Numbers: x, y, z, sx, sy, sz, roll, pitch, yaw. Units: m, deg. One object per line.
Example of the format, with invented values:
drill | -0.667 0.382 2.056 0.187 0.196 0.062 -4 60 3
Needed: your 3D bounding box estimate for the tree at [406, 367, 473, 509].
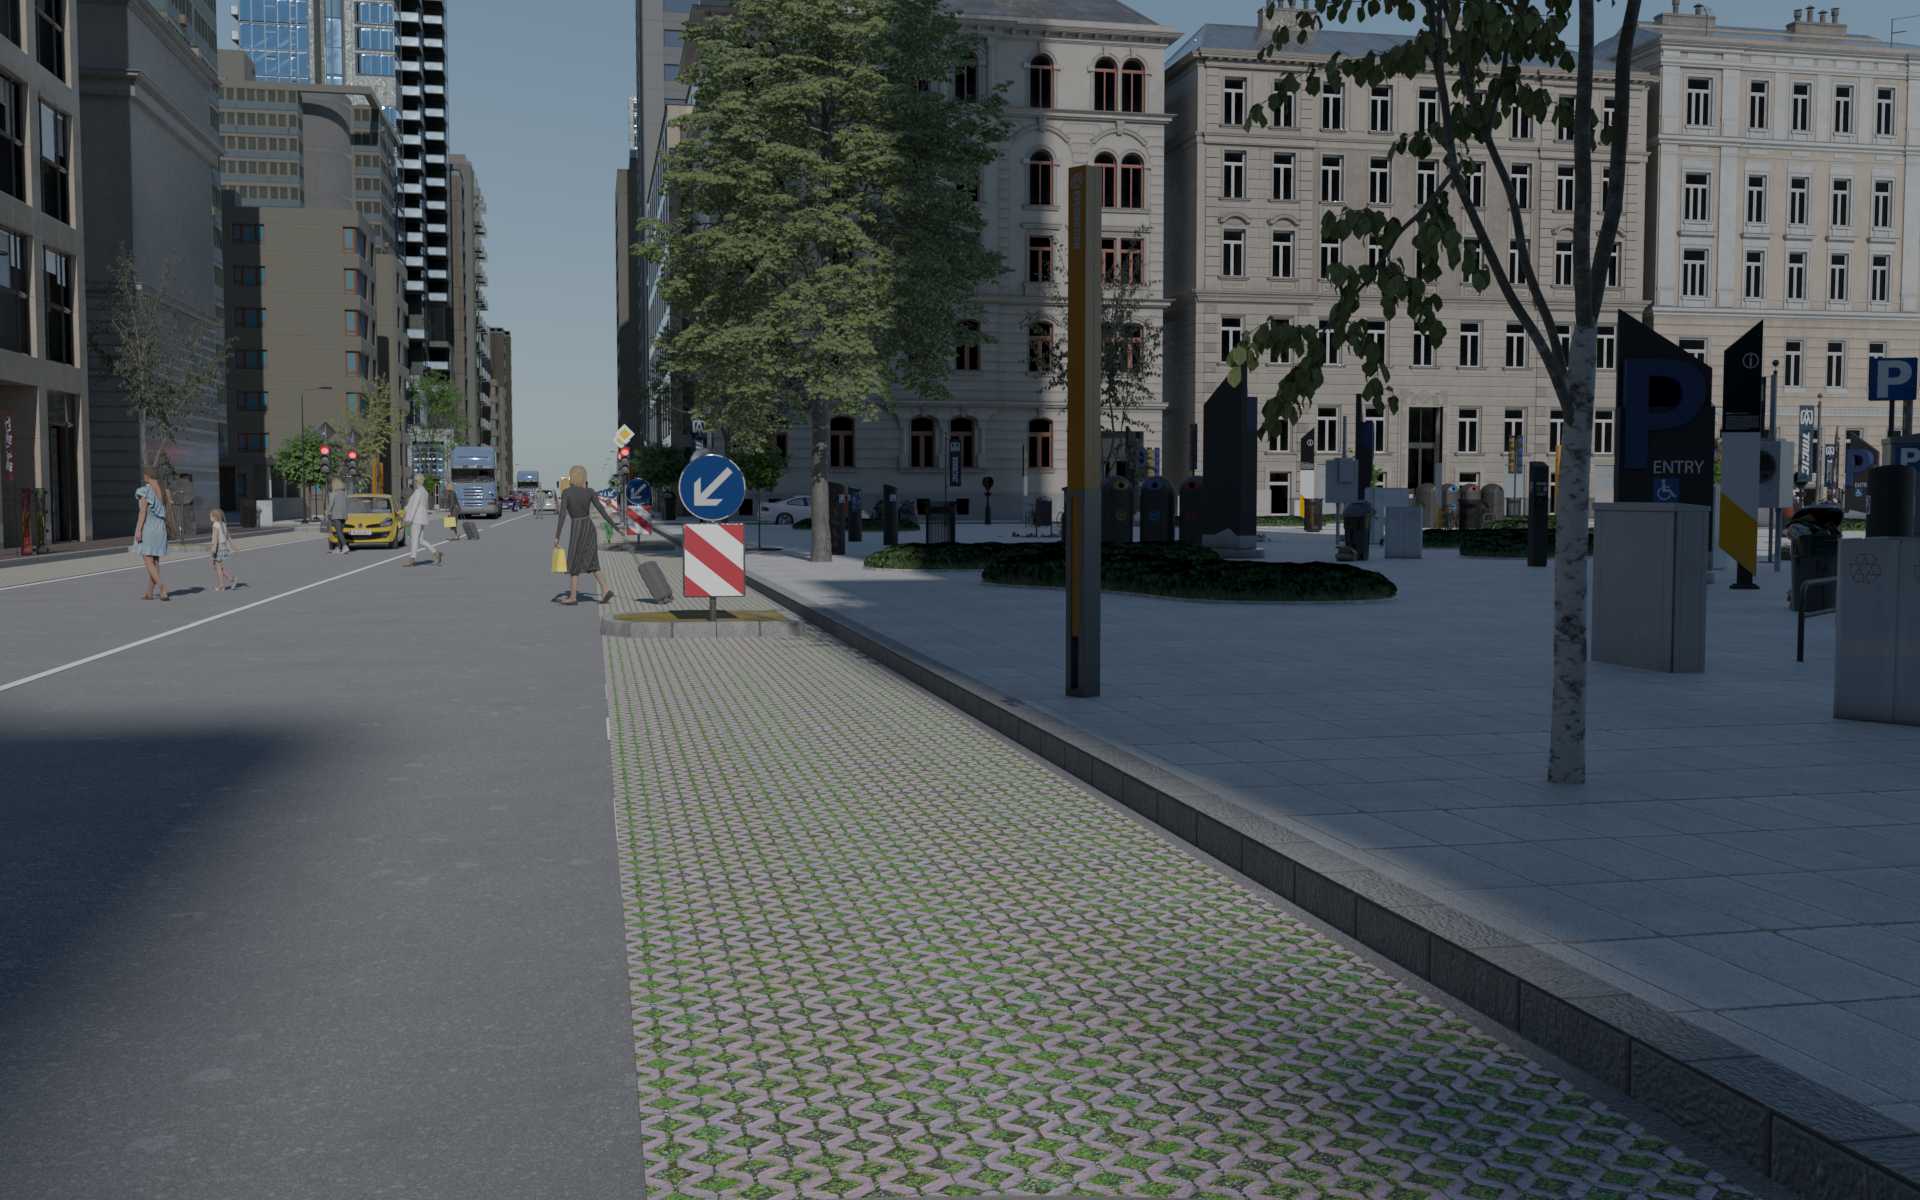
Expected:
tree | -44.099 -13.304 143.269 9.928 11.665 9.643 0 3 0

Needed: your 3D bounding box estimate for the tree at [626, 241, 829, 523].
tree | -7.884 -7.690 60.137 7.601 10.594 8.767 -2 4 -27

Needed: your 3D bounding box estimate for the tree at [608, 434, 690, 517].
tree | -16.526 -6.831 95.404 4.285 4.588 4.351 0 3 0

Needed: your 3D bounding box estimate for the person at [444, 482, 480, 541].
person | -15.424 -2.739 53.507 0.699 1.804 1.509 2 4 29

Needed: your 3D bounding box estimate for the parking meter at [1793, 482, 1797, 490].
parking meter | 39.181 -4.640 81.582 0.255 1.863 0.399 0 4 -4

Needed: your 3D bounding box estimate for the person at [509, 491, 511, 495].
person | -56.567 -12.806 217.846 1.348 1.831 0.705 1 4 11

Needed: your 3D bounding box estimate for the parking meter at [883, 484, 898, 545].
parking meter | -1.737 -2.139 43.381 0.372 1.533 0.369 0 3 0

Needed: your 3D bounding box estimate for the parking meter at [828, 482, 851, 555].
parking meter | -2.609 -1.720 36.530 0.372 1.533 0.369 0 3 0

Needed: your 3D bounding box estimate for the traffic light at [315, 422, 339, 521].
traffic light | -24.596 -4.793 67.288 0.839 4.253 0.868 -1 4 -12

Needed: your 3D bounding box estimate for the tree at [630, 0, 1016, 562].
tree | -2.290 -6.978 32.217 7.486 12.596 7.792 0 3 0

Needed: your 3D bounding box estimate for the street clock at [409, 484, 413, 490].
street clock | -40.500 -7.538 127.824 0.358 2.002 0.471 -1 4 -14

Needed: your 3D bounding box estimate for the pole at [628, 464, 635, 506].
pole | -22.095 -7.529 116.949 0.158 3.312 0.155 0 3 0

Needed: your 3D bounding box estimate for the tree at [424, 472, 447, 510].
tree | -42.389 -8.776 138.088 1.663 3.219 1.824 0 3 0

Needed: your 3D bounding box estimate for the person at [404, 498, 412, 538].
person | -17.836 -2.654 56.146 0.306 1.304 0.590 -2 4 -29

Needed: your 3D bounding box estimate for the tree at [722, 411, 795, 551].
tree | -4.596 -2.748 39.535 1.663 3.219 1.824 0 3 0

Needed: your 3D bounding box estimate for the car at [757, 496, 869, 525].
car | -6.331 -3.817 74.765 4.827 1.381 2.083 -1 4 -12

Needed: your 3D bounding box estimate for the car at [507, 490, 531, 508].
car | -44.397 -10.134 174.370 2.281 1.827 5.304 -1 4 -14

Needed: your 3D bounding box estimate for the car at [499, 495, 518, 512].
car | -36.381 -7.714 138.703 1.945 1.354 3.894 -1 4 -10

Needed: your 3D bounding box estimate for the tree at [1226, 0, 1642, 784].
tree | 2.585 -3.505 7.674 4.737 8.622 4.395 0 3 0

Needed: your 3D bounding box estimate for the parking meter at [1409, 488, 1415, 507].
parking meter | 19.965 -4.184 76.820 0.372 1.533 0.369 0 3 0

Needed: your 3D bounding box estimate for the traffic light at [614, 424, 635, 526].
traffic light | -13.488 -4.939 69.669 0.839 4.253 0.868 -1 4 -12

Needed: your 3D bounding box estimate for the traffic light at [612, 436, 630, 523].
traffic light | -15.157 -5.416 77.478 0.839 4.253 0.868 -1 4 -12

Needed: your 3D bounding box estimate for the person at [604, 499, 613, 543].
person | -9.449 -2.064 46.487 0.306 1.304 0.590 1 4 9

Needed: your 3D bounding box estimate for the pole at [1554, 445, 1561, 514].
pole | 24.921 -4.794 72.219 0.158 3.312 0.155 0 3 0

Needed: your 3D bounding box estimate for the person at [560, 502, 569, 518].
person | -23.663 -5.794 103.900 0.731 1.740 0.598 -3 4 -36

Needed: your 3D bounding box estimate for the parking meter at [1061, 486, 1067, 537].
parking meter | 2.595 -2.004 41.169 0.372 1.533 0.369 0 3 0

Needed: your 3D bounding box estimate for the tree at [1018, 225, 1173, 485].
tree | 3.659 -5.764 44.602 4.360 8.622 3.978 0 3 0

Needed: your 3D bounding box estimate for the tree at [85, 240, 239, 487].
tree | -23.823 -6.170 51.238 4.360 8.622 3.978 0 3 0

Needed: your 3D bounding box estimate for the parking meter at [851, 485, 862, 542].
parking meter | -2.830 -2.338 46.631 0.372 1.533 0.369 0 3 0

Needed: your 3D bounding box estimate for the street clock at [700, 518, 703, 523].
street clock | -7.178 -2.676 48.330 0.358 2.002 0.471 -1 4 -8

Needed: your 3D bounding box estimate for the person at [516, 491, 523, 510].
person | -40.650 -9.211 159.814 0.721 1.736 1.217 1 4 20

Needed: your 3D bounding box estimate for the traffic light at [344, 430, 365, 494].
traffic light | -26.265 -5.271 75.097 0.839 4.253 0.868 -1 4 -12

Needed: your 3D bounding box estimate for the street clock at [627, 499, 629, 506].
street clock | -27.462 -8.476 143.157 0.471 2.002 0.358 -1 4 -10

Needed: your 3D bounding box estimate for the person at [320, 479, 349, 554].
person | -14.883 -1.997 41.339 0.728 1.800 0.709 2 4 33

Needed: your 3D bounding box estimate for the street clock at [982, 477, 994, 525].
street clock | 1.163 -4.139 72.239 0.358 2.002 0.471 3 5 45

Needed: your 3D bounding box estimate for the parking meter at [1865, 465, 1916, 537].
parking meter | 8.107 -0.410 15.118 0.372 1.533 0.369 0 3 0

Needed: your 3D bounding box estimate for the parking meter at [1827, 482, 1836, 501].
parking meter | 40.542 -4.580 80.598 0.399 1.863 0.255 -2 4 -33

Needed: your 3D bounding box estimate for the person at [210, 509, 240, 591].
person | -10.888 -0.737 25.563 0.382 1.210 0.505 0 4 -5

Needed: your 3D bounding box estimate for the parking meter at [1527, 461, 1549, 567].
parking meter | 10.226 -1.524 30.631 0.255 1.863 0.399 0 4 1

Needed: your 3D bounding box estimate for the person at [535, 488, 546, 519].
person | -24.395 -5.627 100.603 0.635 1.810 0.391 -1 4 -13

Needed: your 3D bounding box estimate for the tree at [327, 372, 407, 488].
tree | -35.282 -9.381 103.749 4.737 8.622 4.395 0 3 0

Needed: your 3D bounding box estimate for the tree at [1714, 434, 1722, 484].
tree | 21.772 -3.289 48.382 1.663 3.219 1.824 0 3 0

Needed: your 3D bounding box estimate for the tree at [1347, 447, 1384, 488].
tree | 13.997 -4.004 60.062 1.663 3.219 1.824 0 3 0

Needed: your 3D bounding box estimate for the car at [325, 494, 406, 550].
car | -15.704 -2.183 45.910 2.015 1.641 3.980 -1 4 -13

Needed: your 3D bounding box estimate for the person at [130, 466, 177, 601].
person | -10.821 -0.901 23.331 0.778 1.811 0.616 3 5 40

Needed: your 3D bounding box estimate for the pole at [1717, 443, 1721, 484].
pole | 30.021 -4.561 68.415 0.158 3.312 0.155 0 3 0

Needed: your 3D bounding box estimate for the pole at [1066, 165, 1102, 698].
pole | 0.780 -1.043 10.900 0.158 3.312 0.155 0 3 0

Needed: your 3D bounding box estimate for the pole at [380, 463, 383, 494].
pole | -37.682 -7.278 112.833 0.158 3.312 0.155 0 3 0

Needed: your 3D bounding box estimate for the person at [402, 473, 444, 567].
person | -10.632 -1.583 34.256 0.818 1.842 0.514 -1 4 -23

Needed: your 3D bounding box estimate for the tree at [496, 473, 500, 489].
tree | -60.835 -14.647 223.196 4.285 4.588 4.351 0 3 0

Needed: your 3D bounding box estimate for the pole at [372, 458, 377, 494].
pole | -32.775 -6.311 97.021 0.158 3.312 0.155 0 3 0

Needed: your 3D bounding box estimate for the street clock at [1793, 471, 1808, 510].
street clock | 26.096 -3.010 53.784 0.471 2.002 0.358 2 4 32

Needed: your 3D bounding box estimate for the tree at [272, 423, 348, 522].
tree | -29.761 -5.858 79.484 4.285 4.588 4.351 0 3 0

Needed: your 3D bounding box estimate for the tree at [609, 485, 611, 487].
tree | -58.636 -18.233 292.717 1.663 3.219 1.824 0 3 0

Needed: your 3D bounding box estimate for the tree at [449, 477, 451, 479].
tree | -46.926 -10.190 161.203 1.663 3.219 1.824 0 3 0
